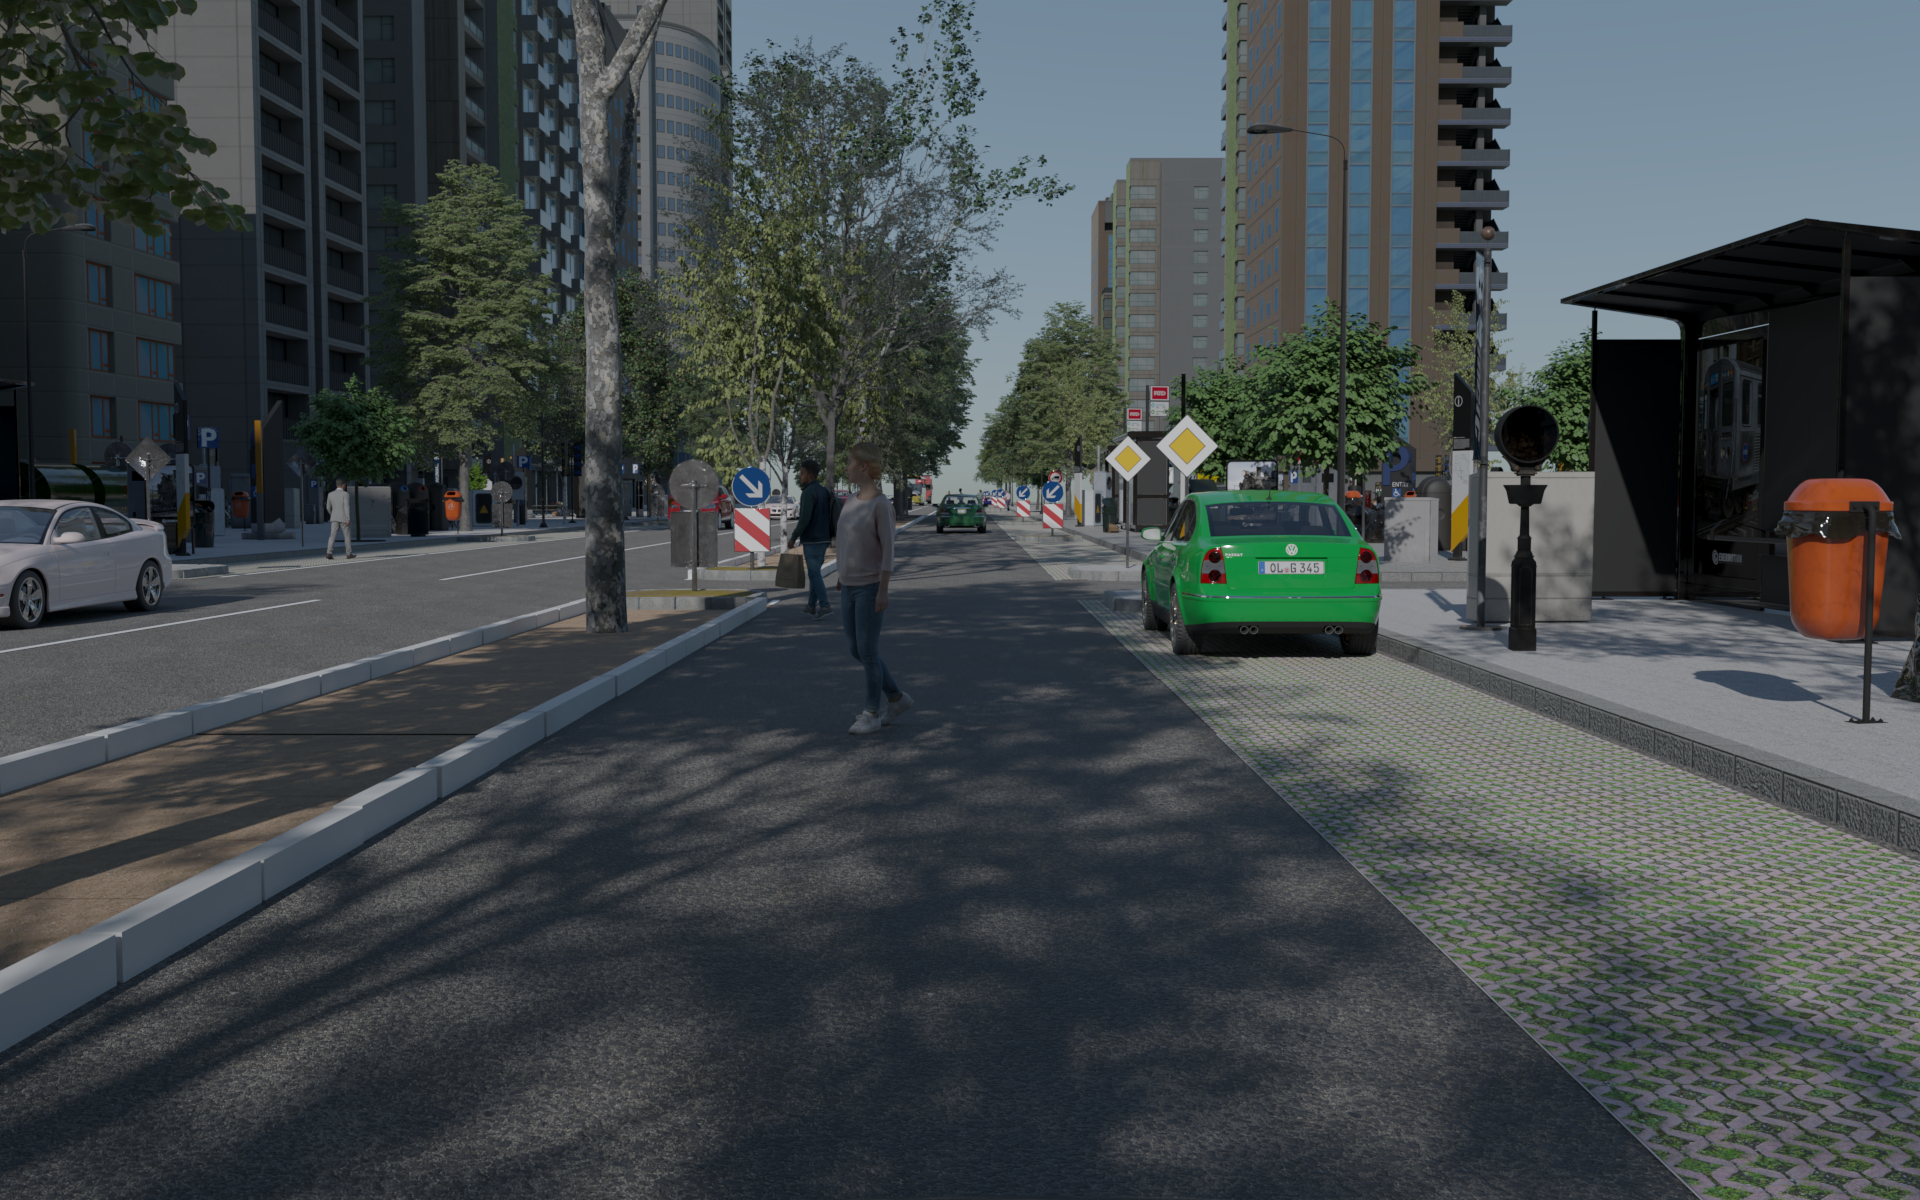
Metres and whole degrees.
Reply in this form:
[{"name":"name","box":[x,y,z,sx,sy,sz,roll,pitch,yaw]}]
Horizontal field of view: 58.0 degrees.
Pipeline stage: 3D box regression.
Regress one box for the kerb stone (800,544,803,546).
[{"name":"kerb stone","box":[-4.459,-1.589,48.176,0.120,0.150,1.000,0,4,0]}]

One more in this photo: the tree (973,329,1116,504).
[{"name":"tree","box":[6.434,-12.267,117.574,9.611,12.733,9.660,0,3,0]}]

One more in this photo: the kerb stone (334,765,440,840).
[{"name":"kerb stone","box":[-2.517,0.891,7.626,0.120,0.150,1.000,0,4,0]}]

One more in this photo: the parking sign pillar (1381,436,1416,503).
[{"name":"parking sign pillar","box":[17.700,-4.979,69.885,1.447,3.967,1.447,3,4,36]}]

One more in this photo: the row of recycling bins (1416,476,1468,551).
[{"name":"row of recycling bins","box":[12.091,-1.953,39.046,3.534,1.692,1.069,1,4,19]}]

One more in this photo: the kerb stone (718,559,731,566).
[{"name":"kerb stone","box":[-4.519,-0.647,32.813,0.120,0.150,1.000,0,4,0]}]

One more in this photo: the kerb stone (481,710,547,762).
[{"name":"kerb stone","box":[-2.507,0.766,9.686,0.120,0.150,1.000,0,4,0]}]

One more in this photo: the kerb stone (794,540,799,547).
[{"name":"kerb stone","box":[-4.470,-1.463,46.116,0.120,0.150,1.000,0,4,0]}]

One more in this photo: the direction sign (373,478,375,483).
[{"name":"direction sign","box":[-26.258,-5.237,77.616,0.379,3.537,0.876,0,4,-3]}]

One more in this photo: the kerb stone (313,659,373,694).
[{"name":"kerb stone","box":[-4.592,0.576,12.802,0.120,0.150,1.000,0,4,0]}]

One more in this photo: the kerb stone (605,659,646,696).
[{"name":"kerb stone","box":[-2.482,0.579,12.755,0.120,0.150,1.000,0,4,0]}]

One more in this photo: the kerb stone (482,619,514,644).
[{"name":"kerb stone","box":[-4.569,0.324,16.901,0.120,0.150,1.000,0,4,0]}]

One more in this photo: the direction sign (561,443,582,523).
[{"name":"direction sign","box":[-17.152,-5.171,76.542,0.876,3.537,0.379,0,4,0]}]

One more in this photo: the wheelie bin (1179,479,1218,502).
[{"name":"wheelie bin","box":[5.058,-1.750,36.514,0.980,1.594,0.693,-2,4,-24]}]

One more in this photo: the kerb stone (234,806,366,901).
[{"name":"kerb stone","box":[-2.509,0.959,6.600,0.120,0.150,1.000,0,4,0]}]

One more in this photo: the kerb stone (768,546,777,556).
[{"name":"kerb stone","box":[-4.497,-1.150,40.992,0.120,0.150,1.000,0,4,0]}]

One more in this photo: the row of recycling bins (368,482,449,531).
[{"name":"row of recycling bins","box":[-19.054,-3.213,59.641,1.069,1.692,3.534,2,4,25]}]

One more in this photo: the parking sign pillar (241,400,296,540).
[{"name":"parking sign pillar","box":[-19.732,-3.721,49.311,1.447,3.967,1.447,0,4,3]}]

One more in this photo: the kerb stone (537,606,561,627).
[{"name":"kerb stone","box":[-4.568,0.204,18.946,0.120,0.150,1.000,0,4,0]}]

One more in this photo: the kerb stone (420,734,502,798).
[{"name":"kerb stone","box":[-2.499,0.829,8.659,0.120,0.150,1.000,0,4,0]}]

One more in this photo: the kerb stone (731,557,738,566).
[{"name":"kerb stone","box":[-4.516,-0.712,33.836,0.120,0.150,1.000,0,4,0]}]

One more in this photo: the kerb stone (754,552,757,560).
[{"name":"kerb stone","box":[-4.497,-0.900,36.904,0.120,0.150,1.000,0,4,0]}]

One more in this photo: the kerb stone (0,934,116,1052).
[{"name":"kerb stone","box":[-2.521,1.079,4.549,0.120,0.150,1.000,0,4,0]}]

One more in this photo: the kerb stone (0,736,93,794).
[{"name":"kerb stone","box":[-4.605,0.825,8.704,0.120,0.150,1.000,0,4,0]}]

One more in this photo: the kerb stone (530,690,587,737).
[{"name":"kerb stone","box":[-2.495,0.702,10.711,0.120,0.150,1.000,0,4,0]}]

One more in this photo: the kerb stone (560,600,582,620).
[{"name":"kerb stone","box":[-4.556,0.139,19.969,0.120,0.150,1.000,0,4,0]}]

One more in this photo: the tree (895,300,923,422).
[{"name":"tree","box":[-3.103,-6.219,54.505,4.737,8.622,4.395,0,3,0]}]

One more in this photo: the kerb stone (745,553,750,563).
[{"name":"kerb stone","box":[-4.499,-0.835,35.882,0.120,0.150,1.000,0,4,0]}]

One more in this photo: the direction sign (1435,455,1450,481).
[{"name":"direction sign","box":[27.955,-6.625,100.317,0.876,3.537,0.379,2,4,32]}]

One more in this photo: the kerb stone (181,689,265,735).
[{"name":"kerb stone","box":[-4.599,0.700,10.757,0.120,0.150,1.000,0,4,0]}]

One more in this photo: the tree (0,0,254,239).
[{"name":"tree","box":[-3.573,-5.116,4.226,7.486,12.596,7.792,0,3,0]}]

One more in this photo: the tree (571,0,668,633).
[{"name":"tree","box":[-2.438,-9.668,16.420,12.611,20.169,13.585,0,3,0]}]

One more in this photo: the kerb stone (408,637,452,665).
[{"name":"kerb stone","box":[-4.585,0.451,14.846,0.120,0.150,1.000,0,4,0]}]

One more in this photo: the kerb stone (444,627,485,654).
[{"name":"kerb stone","box":[-4.582,0.387,15.875,0.120,0.150,1.000,0,4,0]}]

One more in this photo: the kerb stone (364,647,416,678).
[{"name":"kerb stone","box":[-4.586,0.512,13.824,0.120,0.150,1.000,0,4,0]}]

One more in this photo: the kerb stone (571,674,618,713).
[{"name":"kerb stone","box":[-2.498,0.644,11.733,0.120,0.150,1.000,0,4,0]}]

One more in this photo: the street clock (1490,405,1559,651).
[{"name":"street clock","box":[4.619,-0.587,14.171,0.471,2.002,0.358,0,4,6]}]

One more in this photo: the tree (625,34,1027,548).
[{"name":"tree","box":[-3.444,-8.125,45.671,12.009,13.543,11.850,0,3,0]}]

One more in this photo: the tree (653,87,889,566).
[{"name":"tree","box":[-3.642,-4.807,31.419,4.737,8.622,4.395,0,3,0]}]

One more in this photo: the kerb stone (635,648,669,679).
[{"name":"kerb stone","box":[-2.485,0.519,13.782,0.120,0.150,1.000,0,4,0]}]

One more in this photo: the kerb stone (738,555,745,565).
[{"name":"kerb stone","box":[-4.506,-0.771,34.858,0.120,0.150,1.000,0,4,0]}]

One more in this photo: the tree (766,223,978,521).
[{"name":"tree","box":[-3.812,-10.480,80.459,9.857,13.997,8.962,0,3,0]}]

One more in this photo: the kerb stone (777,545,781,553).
[{"name":"kerb stone","box":[-4.479,-1.212,42.014,0.120,0.150,1.000,0,4,0]}]

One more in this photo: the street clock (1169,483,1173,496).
[{"name":"street clock","box":[8.614,-4.130,72.096,0.471,2.002,0.358,-1,4,-20]}]

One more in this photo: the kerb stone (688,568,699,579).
[{"name":"kerb stone","box":[-4.529,-0.460,29.727,0.120,0.150,1.000,0,4,0]}]

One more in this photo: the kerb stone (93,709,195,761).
[{"name":"kerb stone","box":[-4.602,0.762,9.735,0.120,0.150,1.000,0,4,0]}]

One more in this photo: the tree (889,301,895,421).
[{"name":"tree","box":[-3.723,-5.103,36.247,4.737,8.622,4.395,0,3,0]}]

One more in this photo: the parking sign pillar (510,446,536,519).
[{"name":"parking sign pillar","box":[-23.162,-6.295,91.389,1.447,3.967,1.447,3,4,37]}]

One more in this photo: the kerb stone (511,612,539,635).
[{"name":"kerb stone","box":[-4.571,0.261,17.923,0.120,0.150,1.000,0,4,0]}]

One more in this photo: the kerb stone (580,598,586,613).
[{"name":"kerb stone","box":[-4.559,0.074,20.991,0.120,0.150,1.000,0,4,0]}]

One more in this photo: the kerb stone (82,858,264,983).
[{"name":"kerb stone","box":[-2.511,1.017,5.572,0.120,0.150,1.000,0,4,0]}]

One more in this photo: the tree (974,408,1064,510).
[{"name":"tree","box":[6.315,-14.345,168.949,8.767,10.594,7.601,-1,4,-20]}]

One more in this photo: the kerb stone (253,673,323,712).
[{"name":"kerb stone","box":[-4.600,0.637,11.780,0.120,0.150,1.000,0,4,0]}]

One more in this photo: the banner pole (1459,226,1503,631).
[{"name":"banner pole","box":[4.841,-1.596,16.110,0.401,3.779,0.863,2,4,26]}]

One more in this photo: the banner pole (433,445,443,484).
[{"name":"banner pole","box":[-25.906,-5.880,86.156,0.863,3.779,0.401,2,4,35]}]

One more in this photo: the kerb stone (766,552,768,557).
[{"name":"kerb stone","box":[-4.499,-1.023,38.948,0.120,0.150,1.000,0,4,0]}]

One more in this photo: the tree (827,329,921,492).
[{"name":"tree","box":[-3.601,-7.360,73.161,4.360,8.622,3.978,0,3,0]}]
